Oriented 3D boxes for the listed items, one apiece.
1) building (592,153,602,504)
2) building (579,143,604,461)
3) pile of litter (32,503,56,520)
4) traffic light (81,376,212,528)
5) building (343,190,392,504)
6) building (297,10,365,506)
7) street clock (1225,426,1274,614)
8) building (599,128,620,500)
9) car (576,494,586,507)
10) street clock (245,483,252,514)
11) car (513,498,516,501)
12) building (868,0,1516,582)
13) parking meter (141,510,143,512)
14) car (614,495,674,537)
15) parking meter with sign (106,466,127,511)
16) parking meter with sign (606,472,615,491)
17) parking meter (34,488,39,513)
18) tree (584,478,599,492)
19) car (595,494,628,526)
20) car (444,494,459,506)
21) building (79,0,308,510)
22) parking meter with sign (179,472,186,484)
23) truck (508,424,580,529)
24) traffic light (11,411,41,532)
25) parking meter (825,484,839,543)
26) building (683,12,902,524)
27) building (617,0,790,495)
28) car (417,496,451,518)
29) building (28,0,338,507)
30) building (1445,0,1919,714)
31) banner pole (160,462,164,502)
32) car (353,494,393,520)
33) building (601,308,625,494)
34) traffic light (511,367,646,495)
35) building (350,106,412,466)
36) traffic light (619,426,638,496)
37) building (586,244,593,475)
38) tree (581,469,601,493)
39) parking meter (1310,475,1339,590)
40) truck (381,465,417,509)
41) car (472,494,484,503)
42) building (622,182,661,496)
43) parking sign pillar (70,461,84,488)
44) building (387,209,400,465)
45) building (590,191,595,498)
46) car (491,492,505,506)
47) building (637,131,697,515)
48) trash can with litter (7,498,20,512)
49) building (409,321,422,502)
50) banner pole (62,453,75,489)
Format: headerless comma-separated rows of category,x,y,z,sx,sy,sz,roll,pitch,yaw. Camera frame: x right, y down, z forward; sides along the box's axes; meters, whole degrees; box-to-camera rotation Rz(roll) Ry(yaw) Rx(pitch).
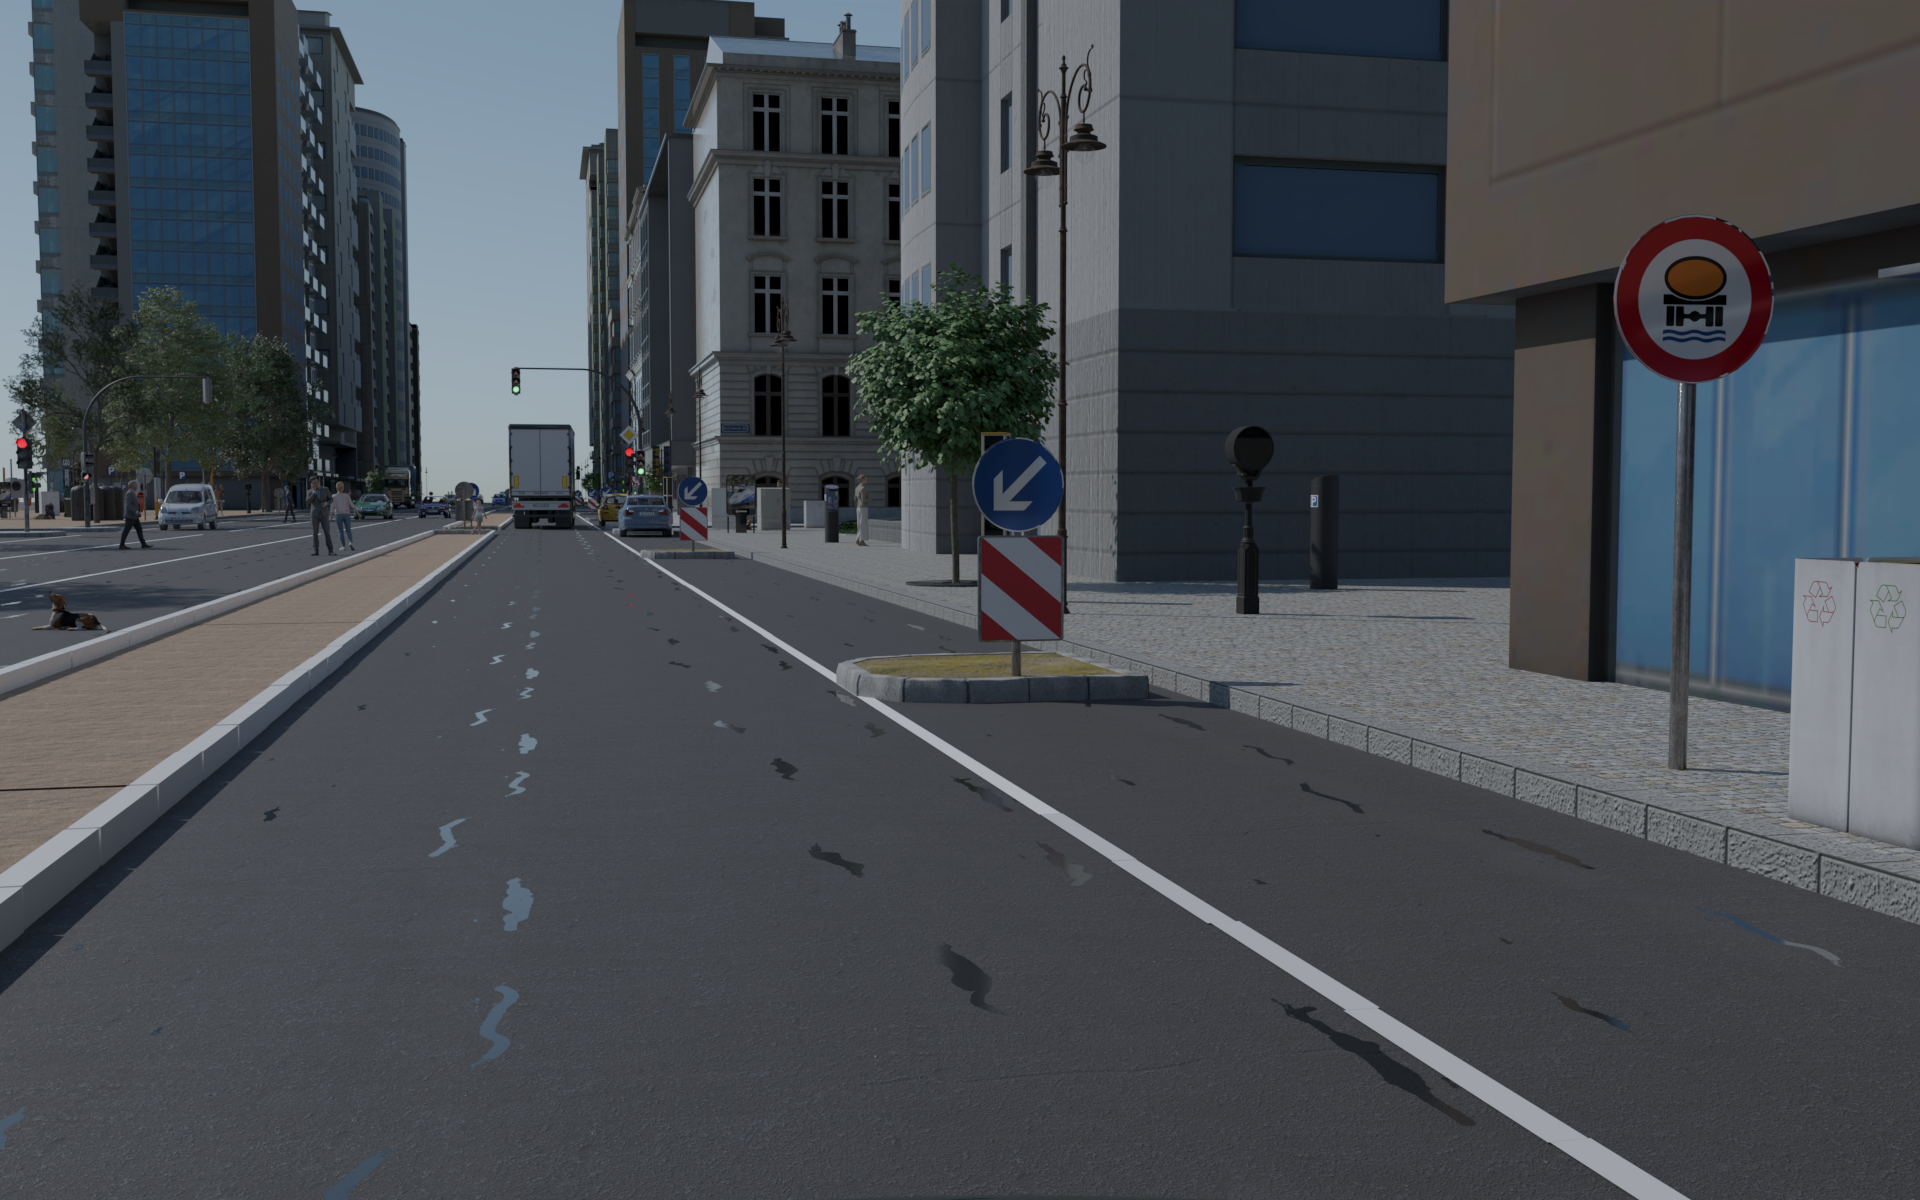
building,-37.004,-32.296,211.626,14.154,41.232,14.086,-1,4,-13
building,-41.512,-40.920,258.285,28.713,52.752,27.495,-1,4,-13
pile of litter,-46.372,-4.508,87.671,1.176,0.858,1.719,-1,4,-13
traffic light,-31.325,-5.625,66.641,4.771,5.953,1.251,-1,4,-13
building,-82.912,-33.175,226.005,14.154,41.232,14.086,-1,4,-13
building,-81.843,-36.863,191.943,28.713,52.752,27.495,-1,4,-13
street clock,3.083,-0.852,18.499,0.471,2.002,0.358,-1,4,-17
building,-33.335,-31.465,198.046,14.154,41.232,14.086,-1,4,-13
car,-40.206,-10.473,181.457,2.015,1.641,3.980,-1,4,-12
street clock,-46.650,-6.667,113.574,0.471,2.002,0.358,3,4,39
car,-72.728,-16.572,279.752,1.959,1.807,4.718,-1,4,-11
building,9.222,-30.428,39.505,21.231,58.520,28.212,-1,4,-13
parking meter,-57.405,-7.061,121.159,0.399,1.863,0.255,1,4,15
car,-10.756,-2.880,59.096,2.014,1.417,4.499,-1,4,-12
parking meter with sign,-52.662,-6.872,108.614,1.738,3.016,0.543,2,4,26
parking meter with sign,-27.729,-8.618,137.157,0.543,3.016,1.738,-1,4,-19
parking meter,-62.178,-6.785,116.647,0.255,1.863,0.399,-2,4,-25
tree,-43.584,-12.839,204.518,1.663,3.219,1.824,0,3,0
car,-15.740,-4.250,79.705,2.015,1.641,3.980,-1,4,-14
car,-55.033,-10.809,186.950,2.015,1.641,3.980,-1,4,-12
building,-62.774,-30.189,143.708,14.600,45.320,14.200,-1,4,-13
parking meter with sign,-60.827,-8.582,136.576,0.543,3.016,1.738,0,4,5
truck,-17.915,-5.253,74.801,2.839,4.237,11.283,-1,4,-11
traffic light,-31.472,-4.247,58.356,0.839,4.253,0.868,-1,4,-13
parking meter,-3.383,-2.282,45.720,0.372,1.533,0.369,0,3,0
building,4.824,-16.160,83.307,34.723,24.649,14.460,-1,4,-13
building,-23.227,-30.907,155.435,14.600,45.320,14.200,-1,4,-13
car,-31.508,-5.586,103.903,1.945,1.354,3.894,-1,4,-13
building,-73.024,-33.322,164.426,23.786,49.044,30.456,-1,4,-13
building,11.983,-21.793,6.427,14.600,45.320,14.200,-1,4,-13
banner pole,-62.690,-8.916,135.794,0.863,3.779,0.401,1,4,13
car,-33.300,-5.296,98.381,2.131,1.459,4.920,-1,4,-13
building,-22.293,-20.395,178.505,27.650,21.520,28.899,-1,4,-13
traffic light,-13.690,-5.371,62.488,4.771,5.953,1.251,-1,4,-13
building,-94.528,-43.878,259.400,21.231,58.520,28.212,-1,4,-13
traffic light,-13.543,-5.013,70.879,0.839,4.253,0.868,-1,4,-13
building,-50.037,-40.786,286.455,23.786,49.044,30.456,-1,4,-13
tree,-48.095,-14.867,226.793,4.285,4.588,4.351,0,3,0
parking meter,4.912,-0.913,23.345,0.372,1.533,0.369,0,3,0
truck,-55.124,-11.112,170.588,2.839,4.237,11.283,-1,4,-14
car,-74.238,-15.699,266.466,2.009,1.686,4.222,-1,4,-13
building,-19.058,-20.554,133.327,12.463,27.353,25.104,-1,4,-13
parking sign pillar,-65.679,-8.568,128.560,1.447,3.967,1.447,3,4,36
building,-85.724,-34.018,239.790,14.154,41.232,14.086,-1,4,-13
building,-43.199,-33.841,236.892,14.154,41.232,14.086,-1,4,-13
car,-56.059,-12.304,210.753,1.945,1.707,3.694,-1,4,-13
building,-11.746,-17.582,106.530,14.314,24.678,30.058,-1,4,-13
trash can with litter,-67.216,-6.805,122.650,0.624,1.170,1.055,3,5,44
building,-95.543,-31.195,281.733,14.160,30.474,14.107,-1,4,-13
banner pole,-53.964,-7.032,104.986,0.863,3.779,0.401,0,4,-7
